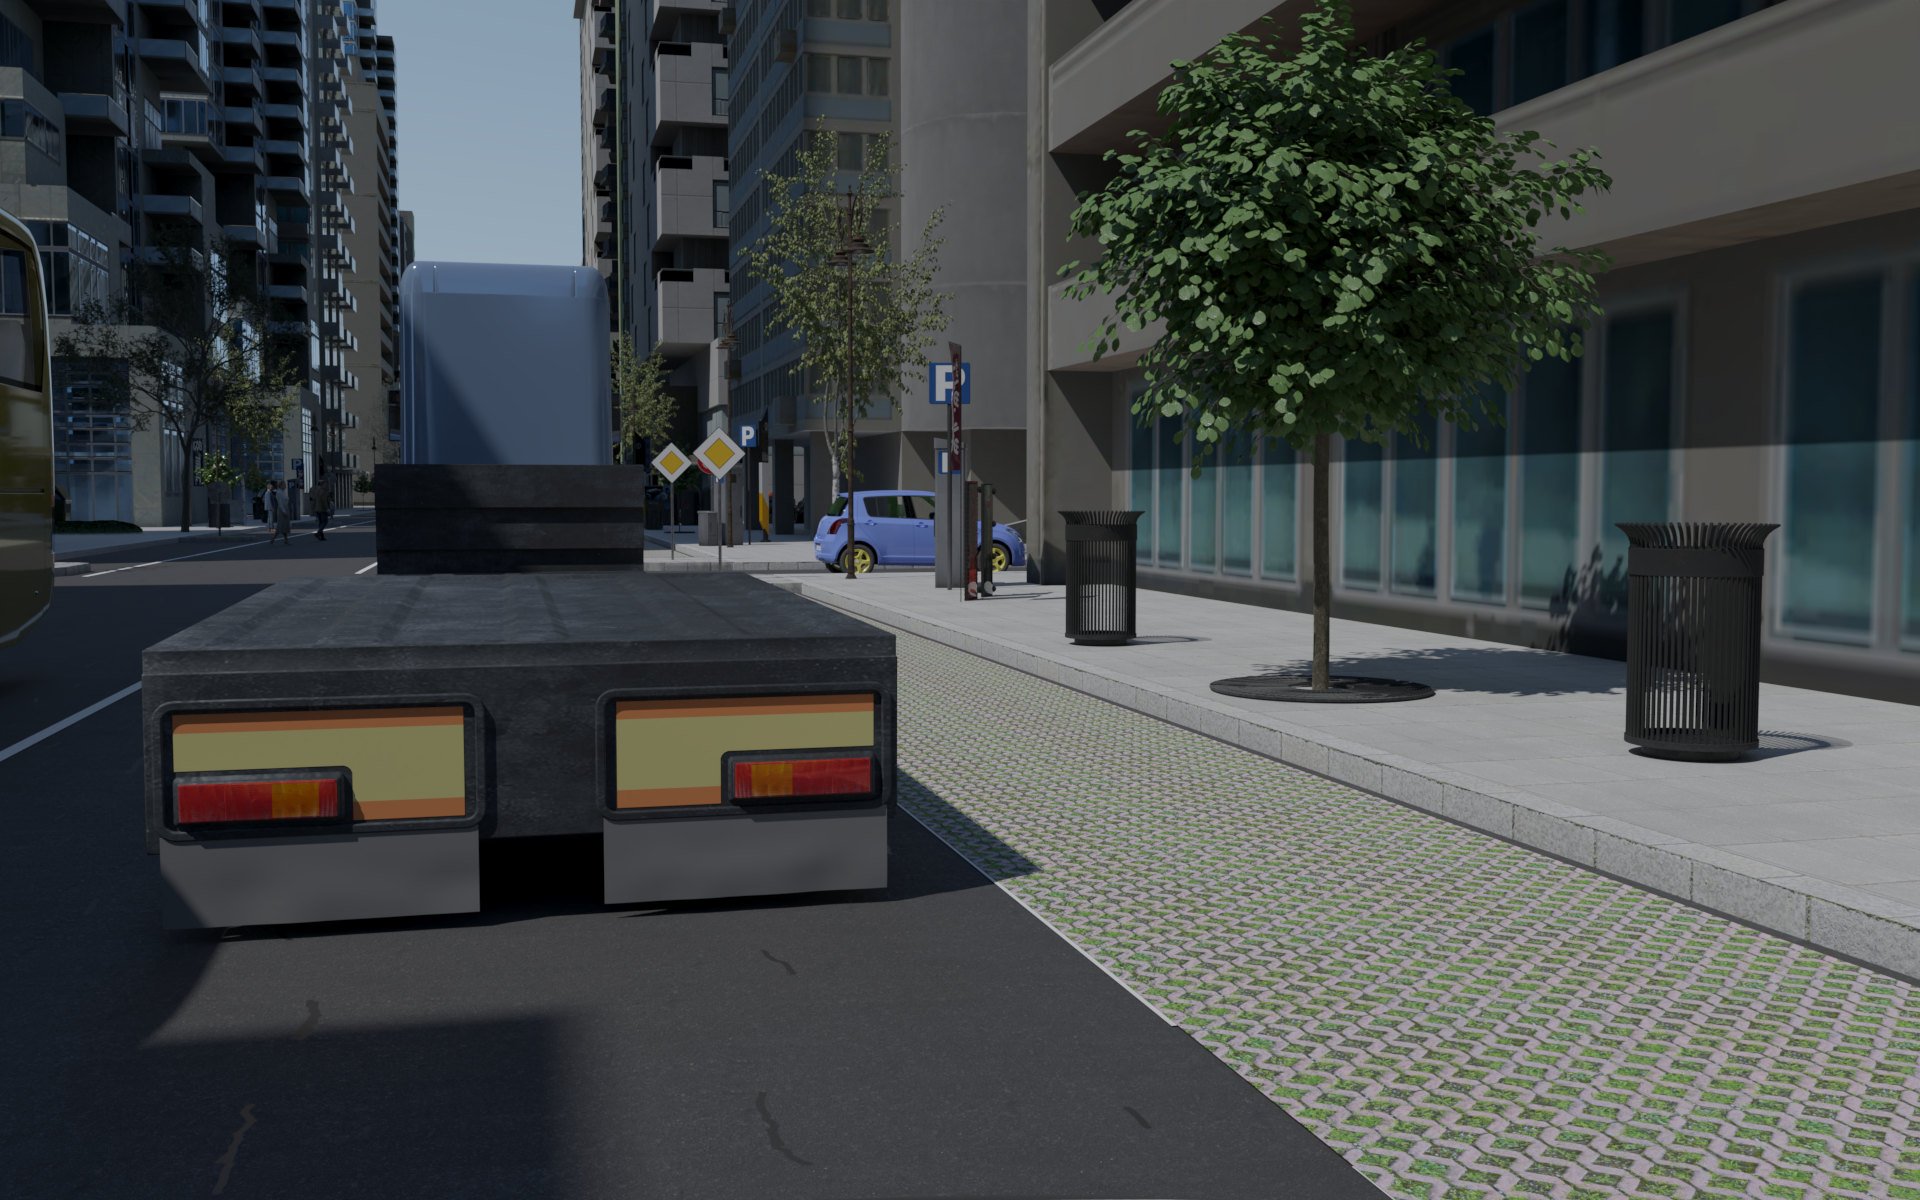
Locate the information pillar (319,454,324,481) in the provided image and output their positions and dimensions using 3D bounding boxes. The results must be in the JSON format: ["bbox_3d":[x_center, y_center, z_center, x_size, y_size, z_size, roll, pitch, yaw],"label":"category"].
[{"bbox_3d":[-37.556,-6.761,101.890,0.183,3.616,0.504,0,4,4],"label":"information pillar"}]

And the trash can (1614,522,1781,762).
[{"bbox_3d":[3.587,0.194,8.474,0.748,1.137,0.748,0,3,0],"label":"trash can"}]

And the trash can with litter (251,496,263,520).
[{"bbox_3d":[-35.366,-4.626,87.016,0.624,1.170,1.055,-2,4,-29],"label":"trash can with litter"}]

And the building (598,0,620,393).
[{"bbox_3d":[-17.550,-29.717,140.502,22.147,44.769,28.867,-1,4,-14],"label":"building"}]

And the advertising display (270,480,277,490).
[{"bbox_3d":[-31.950,-4.617,80.695,0.123,1.923,0.974,-2,4,-32],"label":"advertising display"}]

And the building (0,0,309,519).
[{"bbox_3d":[-53.914,-48.949,112.993,22.319,86.520,31.000,-1,4,-14],"label":"building"}]

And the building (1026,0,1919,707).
[{"bbox_3d":[13.898,-24.003,16.155,21.300,48.544,21.600,-1,4,-14],"label":"building"}]

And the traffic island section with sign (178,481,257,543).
[{"bbox_3d":[-22.328,-2.664,52.185,1.989,1.847,2.006,-1,4,-14],"label":"traffic island section with sign"}]

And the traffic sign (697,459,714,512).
[{"bbox_3d":[-6.302,-2.689,44.075,0.768,2.556,0.104,0,4,-5],"label":"traffic sign"}]

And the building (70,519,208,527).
[{"bbox_3d":[-45.446,-46.707,76.334,22.319,86.520,31.000,-1,4,-14],"label":"building"}]

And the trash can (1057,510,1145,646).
[{"bbox_3d":[1.202,-0.191,14.773,0.748,1.137,0.748,0,3,0],"label":"trash can"}]

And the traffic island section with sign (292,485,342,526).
[{"bbox_3d":[-29.055,-4.261,78.290,1.989,1.847,2.006,-1,4,-14],"label":"traffic island section with sign"}]

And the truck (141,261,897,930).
[{"bbox_3d":[-3.797,-1.524,14.670,2.967,4.110,18.799,-1,4,-15],"label":"truck"}]

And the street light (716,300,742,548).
[{"bbox_3d":[-5.513,-4.196,41.387,0.468,5.910,1.993,-1,4,-14],"label":"street light"}]

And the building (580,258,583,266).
[{"bbox_3d":[-42.278,-34.339,253.321,32.217,40.220,23.993,-1,4,-14],"label":"building"}]

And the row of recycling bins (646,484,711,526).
[{"bbox_3d":[-11.474,-3.888,70.682,3.534,1.692,1.069,0,4,4],"label":"row of recycling bins"}]

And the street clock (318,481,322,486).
[{"bbox_3d":[-36.269,-5.740,98.426,0.471,2.002,0.358,3,5,44],"label":"street clock"}]

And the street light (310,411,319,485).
[{"bbox_3d":[-36.015,-7.582,96.761,0.468,5.910,1.993,-1,4,-14],"label":"street light"}]

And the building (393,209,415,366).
[{"bbox_3d":[-83.424,-34.122,241.485,14.154,41.232,14.086,-1,4,-14],"label":"building"}]

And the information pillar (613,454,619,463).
[{"bbox_3d":[-20.183,-6.732,101.422,0.504,3.616,0.183,-3,5,-40],"label":"information pillar"}]

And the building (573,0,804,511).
[{"bbox_3d":[-22.100,-35.410,168.195,28.713,52.752,27.495,-1,4,-14],"label":"building"}]

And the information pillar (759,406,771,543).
[{"bbox_3d":[-5.182,-3.330,45.808,0.183,3.616,0.504,1,4,15],"label":"information pillar"}]

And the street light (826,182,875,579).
[{"bbox_3d":[-1.647,-3.257,26.035,0.468,5.910,1.993,-1,4,-14],"label":"street light"}]

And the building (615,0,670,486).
[{"bbox_3d":[-16.432,-26.616,118.761,14.154,41.232,14.086,-1,4,-14],"label":"building"}]

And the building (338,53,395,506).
[{"bbox_3d":[-75.164,-34.820,193.015,21.300,48.544,21.600,-1,4,-14],"label":"building"}]

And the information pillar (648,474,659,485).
[{"bbox_3d":[-11.159,-3.582,63.060,0.304,2.012,0.304,-3,4,-36],"label":"information pillar"}]

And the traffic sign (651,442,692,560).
[{"bbox_3d":[-5.600,-1.837,33.674,0.795,2.450,0.064,-1,4,-14],"label":"traffic sign"}]

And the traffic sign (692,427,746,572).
[{"bbox_3d":[-3.602,-1.364,25.942,0.795,2.450,0.064,-1,4,-14],"label":"traffic sign"}]

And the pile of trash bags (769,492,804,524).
[{"bbox_3d":[-7.772,-4.371,81.225,1.912,1.369,3.447,-3,5,-43],"label":"pile of trash bags"}]

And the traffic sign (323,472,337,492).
[{"bbox_3d":[-36.919,-6.202,101.500,0.768,2.556,0.104,-1,4,-13],"label":"traffic sign"}]

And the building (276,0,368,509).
[{"bbox_3d":[-62.792,-32.079,144.101,23.786,49.044,30.456,-1,4,-14],"label":"building"}]

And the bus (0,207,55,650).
[{"bbox_3d":[-6.648,-0.972,7.447,2.896,3.916,12.252,-1,4,-16],"label":"bus"}]

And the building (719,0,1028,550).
[{"bbox_3d":[5.402,-22.190,54.686,23.993,40.220,32.217,-1,4,-14],"label":"building"}]

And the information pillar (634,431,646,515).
[{"bbox_3d":[-11.868,-4.456,64.207,0.183,3.616,0.504,3,5,44],"label":"information pillar"}]

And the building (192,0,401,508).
[{"bbox_3d":[-80.903,-55.341,217.488,22.319,86.520,31.000,-1,4,-14],"label":"building"}]

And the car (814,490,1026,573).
[{"bbox_3d":[-0.688,-1.266,30.296,3.694,1.707,1.945,-1,4,-15],"label":"car"}]

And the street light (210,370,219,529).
[{"bbox_3d":[-27.517,-5.586,64.116,0.468,5.910,1.993,-1,4,-14],"label":"street light"}]

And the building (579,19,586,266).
[{"bbox_3d":[-41.254,-48.333,228.500,20.563,71.187,20.611,-1,4,-14],"label":"building"}]
